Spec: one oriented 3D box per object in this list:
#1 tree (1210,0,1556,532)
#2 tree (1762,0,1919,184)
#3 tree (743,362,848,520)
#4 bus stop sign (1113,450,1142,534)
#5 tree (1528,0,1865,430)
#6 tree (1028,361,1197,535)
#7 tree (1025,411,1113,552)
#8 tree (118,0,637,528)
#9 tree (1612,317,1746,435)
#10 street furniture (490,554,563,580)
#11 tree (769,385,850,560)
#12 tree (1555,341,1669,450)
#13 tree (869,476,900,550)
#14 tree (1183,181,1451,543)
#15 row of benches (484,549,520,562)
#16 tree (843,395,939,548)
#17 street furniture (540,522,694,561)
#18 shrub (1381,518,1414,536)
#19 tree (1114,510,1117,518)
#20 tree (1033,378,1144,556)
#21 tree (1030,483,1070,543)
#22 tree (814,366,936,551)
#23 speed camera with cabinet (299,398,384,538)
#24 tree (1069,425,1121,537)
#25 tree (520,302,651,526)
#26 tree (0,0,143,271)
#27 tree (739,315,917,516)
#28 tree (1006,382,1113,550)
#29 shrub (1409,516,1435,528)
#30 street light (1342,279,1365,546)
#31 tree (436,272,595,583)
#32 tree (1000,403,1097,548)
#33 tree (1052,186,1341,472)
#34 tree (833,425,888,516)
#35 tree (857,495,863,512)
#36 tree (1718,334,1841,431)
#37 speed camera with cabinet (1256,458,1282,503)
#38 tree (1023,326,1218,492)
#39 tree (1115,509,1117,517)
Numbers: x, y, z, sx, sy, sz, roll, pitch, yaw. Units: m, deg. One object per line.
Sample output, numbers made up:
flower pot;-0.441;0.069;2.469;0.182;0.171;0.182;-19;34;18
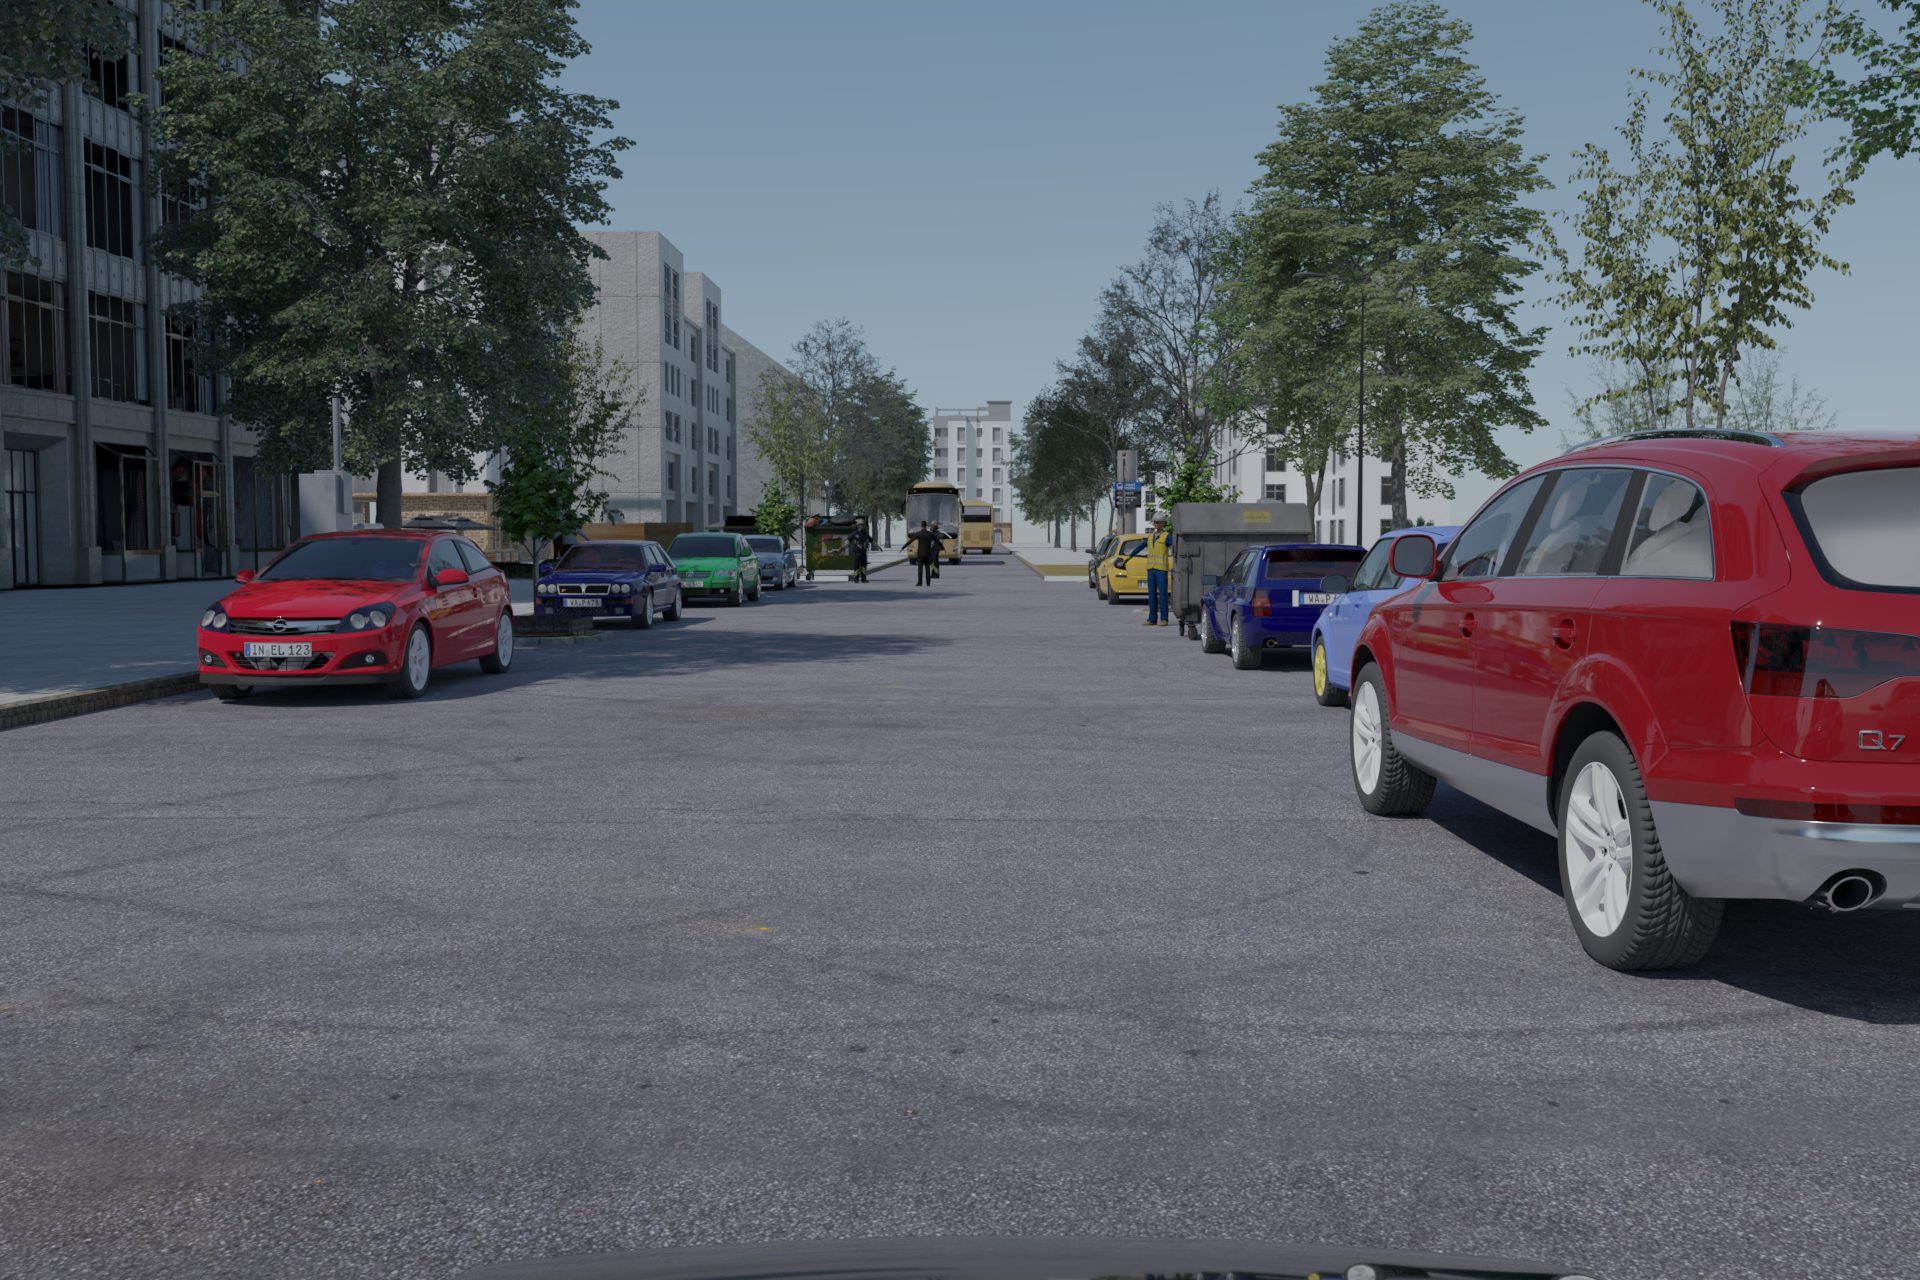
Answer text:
tree;9.241;-7.318;37.773;7.486;12.596;7.792;0;3;0
tree;10.260;-5.375;13.633;9.928;11.665;9.643;0;3;0
tree;-7.314;-7.613;74.833;4.737;8.622;4.395;0;3;0
bus stop sign;5.273;-4.018;54.706;0.837;3.901;0.837;0;4;0
tree;9.415;-4.384;22.039;4.737;8.622;4.395;0;3;0
tree;7.612;-9.342;87.155;8.767;10.594;7.601;-1;4;-15
tree;7.879;-11.529;122.915;7.601;10.594;8.767;-2;4;-33
tree;-11.114;-7.737;33.156;9.857;13.997;8.962;0;3;0
tree;23.499;-6.586;58.037;4.360;8.622;3.978;0;3;0
street furniture;-11.847;-2.314;53.463;5.734;0.657;10.072;1;4;17
tree;-7.929;-8.312;86.265;4.360;8.622;3.978;0;3;0
tree;25.341;-7.037;65.413;4.360;8.622;3.978;0;3;0
tree;-6.653;-11.779;142.954;4.360;8.622;3.978;0;3;0
tree;10.172;-7.563;49.404;9.928;11.665;9.643;0;3;0
row of benches;-18.695;-3.372;70.598;1.422;0.672;4.104;0;4;-1
tree;-6.485;-15.222;155.528;9.857;13.997;8.962;0;3;0
street furniture;-12.145;-3.811;69.165;9.812;1.723;11.010;-1;4;-17
shrub;16.586;-3.704;64.981;1.690;2.028;1.600;0;3;0
tree;24.228;-18.100;246.293;4.360;8.622;3.978;0;3;0
tree;7.374;-10.060;98.895;7.601;10.594;8.767;-3;4;-37
tree;12.986;-20.018;245.424;7.486;12.596;7.792;0;3;0
tree;-6.568;-13.711;130.829;9.857;13.997;8.962;0;3;0
speed camera with cabinet;-9.270;-1.937;26.010;0.660;3.252;2.038;0;3;0
tree;8.375;-9.655;108.215;4.360;8.622;3.978;0;3;0
tree;-11.382;-6.127;50.536;4.737;8.622;4.395;0;3;0
tree;-11.628;-6.604;14.638;9.857;13.997;8.962;0;3;0
tree;-7.363;-11.416;97.029;12.009;13.543;11.850;0;3;0
tree;9.083;-14.023;139.642;12.009;13.543;11.850;0;3;0
shrub;17.791;-3.812;66.739;1.690;2.028;1.600;0;3;0
street light;7.686;-3.566;30.847;1.470;5.913;1.316;0;4;1
tree;-11.208;-5.768;44.672;4.737;8.622;4.395;0;3;0
tree;8.817;-15.373;158.007;9.857;13.997;8.962;0;3;0
tree;8.439;-9.276;62.027;12.009;13.543;11.850;0;3;0
tree;-7.589;-10.215;117.381;4.360;8.622;3.978;0;3;0
tree;-13.736;-19.516;244.846;9.928;11.665;9.643;0;3;0
tree;29.427;-6.924;63.577;4.360;8.622;3.978;0;3;0
speed camera with cabinet;8.029;-3.053;44.256;0.660;3.252;2.038;0;4;1
tree;7.287;-8.663;76.057;8.767;10.594;7.601;-1;4;-20
tree;24.577;-18.365;250.621;4.360;8.622;3.978;0;3;0
